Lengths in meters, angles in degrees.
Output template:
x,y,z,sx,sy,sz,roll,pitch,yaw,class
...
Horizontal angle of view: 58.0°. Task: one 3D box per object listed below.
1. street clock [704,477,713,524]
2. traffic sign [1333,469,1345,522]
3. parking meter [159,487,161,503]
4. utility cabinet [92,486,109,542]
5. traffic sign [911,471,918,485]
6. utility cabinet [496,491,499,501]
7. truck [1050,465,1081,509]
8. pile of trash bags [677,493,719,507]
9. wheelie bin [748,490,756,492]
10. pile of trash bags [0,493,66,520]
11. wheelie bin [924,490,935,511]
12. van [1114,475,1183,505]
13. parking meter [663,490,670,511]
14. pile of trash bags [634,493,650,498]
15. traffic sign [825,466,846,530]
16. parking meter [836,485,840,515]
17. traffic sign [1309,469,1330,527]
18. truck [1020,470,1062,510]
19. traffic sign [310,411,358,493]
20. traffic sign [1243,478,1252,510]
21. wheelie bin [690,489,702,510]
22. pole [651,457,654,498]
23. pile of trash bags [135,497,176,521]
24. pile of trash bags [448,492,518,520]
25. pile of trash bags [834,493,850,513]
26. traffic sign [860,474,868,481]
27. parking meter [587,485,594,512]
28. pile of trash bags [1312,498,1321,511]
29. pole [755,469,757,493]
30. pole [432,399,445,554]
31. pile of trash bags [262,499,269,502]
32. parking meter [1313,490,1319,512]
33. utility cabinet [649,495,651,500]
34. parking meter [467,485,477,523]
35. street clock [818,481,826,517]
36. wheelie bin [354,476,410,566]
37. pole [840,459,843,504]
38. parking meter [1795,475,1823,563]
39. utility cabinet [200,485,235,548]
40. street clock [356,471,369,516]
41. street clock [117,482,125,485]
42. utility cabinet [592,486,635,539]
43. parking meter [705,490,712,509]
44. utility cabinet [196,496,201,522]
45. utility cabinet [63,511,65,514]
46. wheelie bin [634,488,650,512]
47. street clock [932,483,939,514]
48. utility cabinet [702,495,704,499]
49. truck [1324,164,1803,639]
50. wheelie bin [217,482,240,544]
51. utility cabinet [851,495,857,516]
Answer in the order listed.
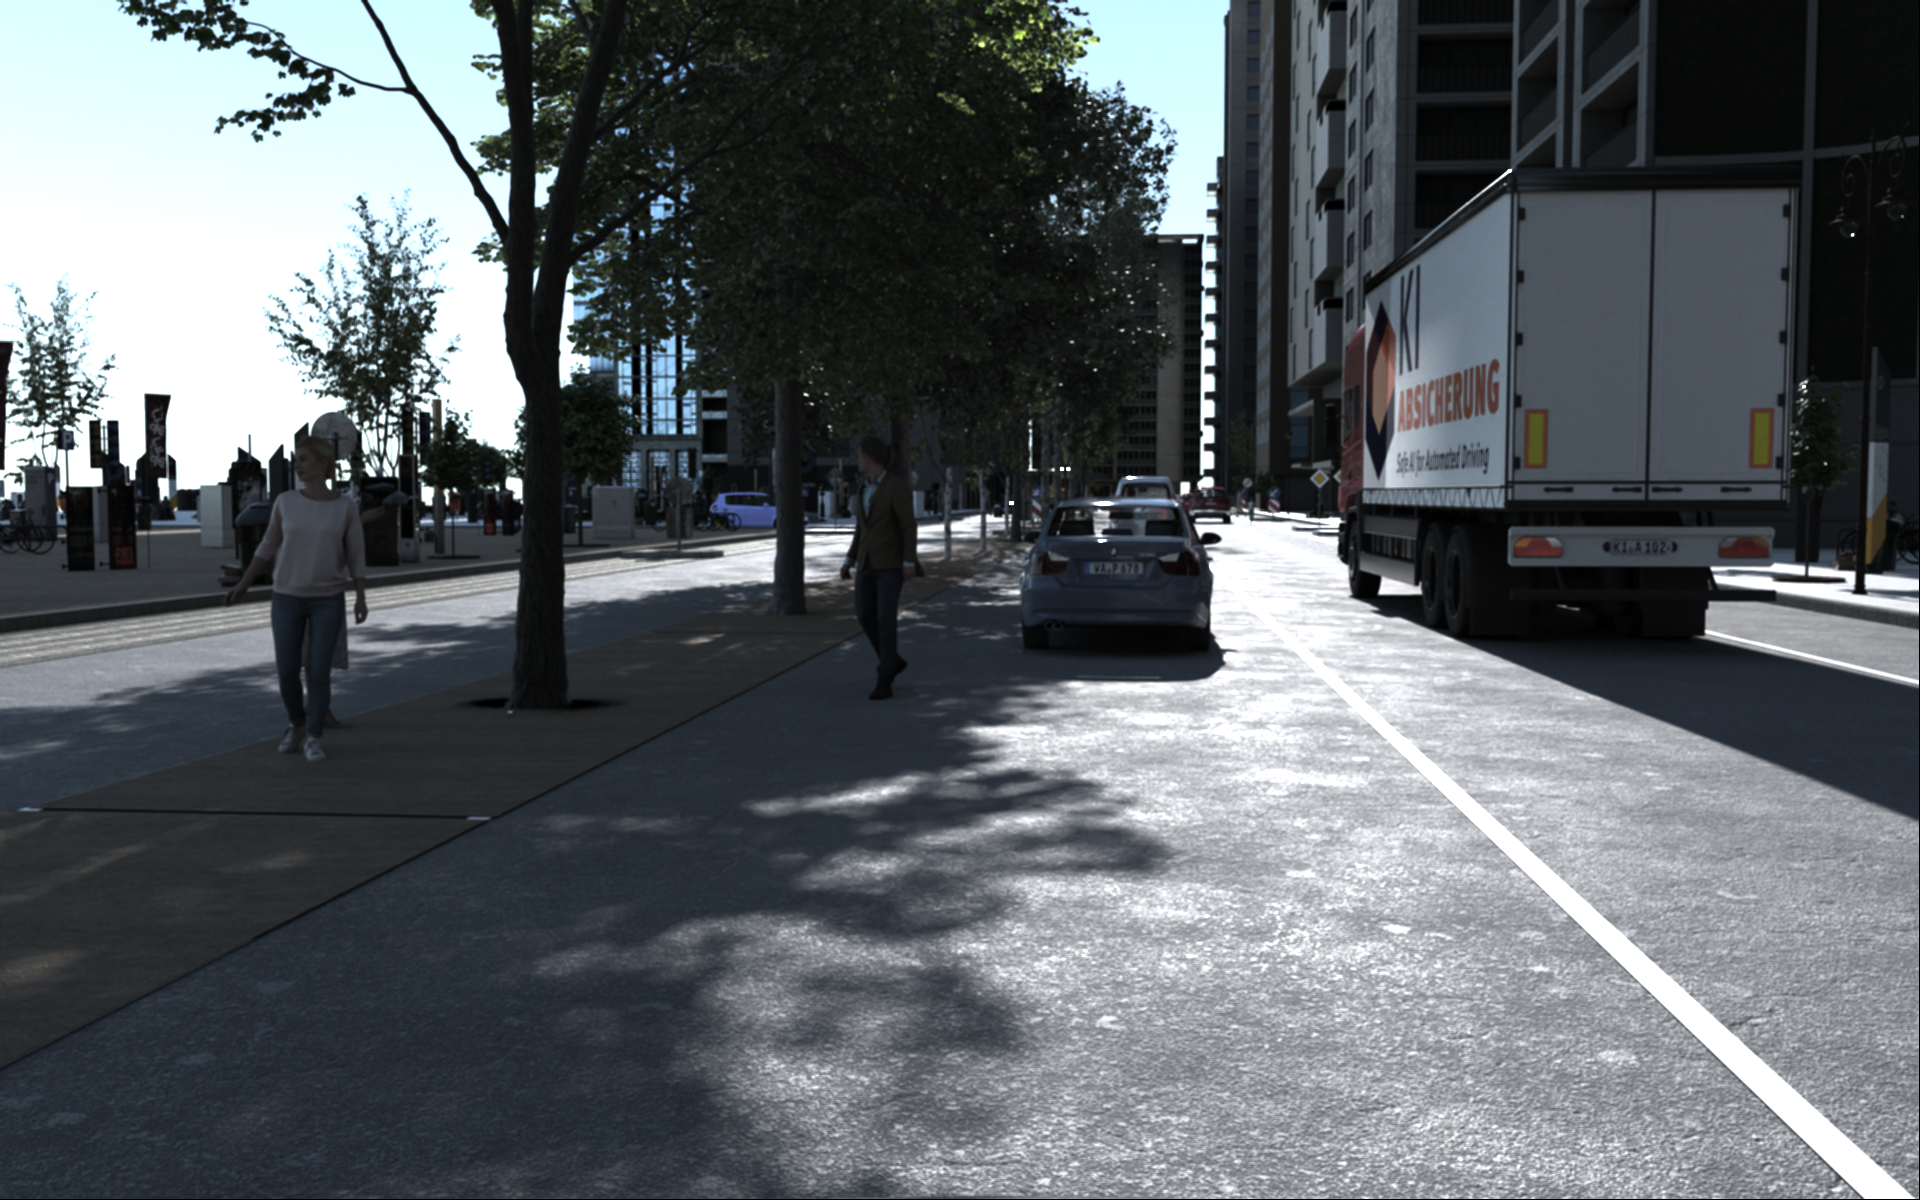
x,y,z,sx,sy,sz,roll,pitch,yaw,class
-10.906,-4.310,75.034,0.358,2.002,0.471,1,4,15,street clock
13.308,-3.449,60.027,0.795,2.450,0.064,0,4,6,traffic sign
-64.492,-8.170,139.288,0.255,1.863,0.399,0,4,-7,parking meter
-22.831,-2.298,46.246,0.318,1.500,1.173,0,4,2,utility cabinet
-2.697,-5.885,96.329,0.768,2.556,0.104,1,4,12,traffic sign
-32.676,-6.890,121.329,1.173,1.500,0.318,1,4,22,utility cabinet
10.129,-10.890,166.968,2.839,4.237,11.283,0,4,7,truck
-20.210,-7.553,133.246,3.447,1.369,1.912,0,4,2,pile of trash bags
-16.761,-8.041,139.376,0.980,1.594,0.693,-2,4,-32,wheelie bin
-46.426,-4.713,86.804,3.447,1.369,1.912,-1,4,-20,pile of trash bags
-2.346,-7.696,133.742,0.980,1.594,0.693,1,4,16,wheelie bin
4.534,-2.190,42.822,2.013,2.044,4.112,0,4,4,van
-16.661,-5.498,98.301,0.372,1.533,0.369,0,3,0,parking meter
-24.464,-7.618,134.307,1.912,1.369,3.447,-1,4,-22,pile of trash bags
-4.446,-3.558,61.819,0.795,2.450,0.064,0,4,6,traffic sign
-7.521,-6.273,108.281,0.399,1.863,0.255,-3,5,-42,parking meter
14.103,-3.935,67.972,0.795,2.450,0.064,0,4,6,traffic sign
6.605,-8.796,139.739,3.469,3.379,9.791,0,4,7,truck
-9.661,-1.628,26.723,0.768,2.556,0.104,0,4,8,traffic sign
22.710,-8.364,136.858,0.768,2.556,0.104,1,4,10,traffic sign
-15.350,-5.680,100.777,0.693,1.594,0.980,-2,4,-28,wheelie bin
-17.089,-6.266,96.288,0.158,3.312,0.155,0,3,0,pole
-40.213,-4.593,84.848,3.447,1.369,1.912,1,4,12,pile of trash bags
-23.726,-4.682,86.300,3.447,1.369,1.912,-2,4,-32,pile of trash bags
-8.371,-6.274,112.327,1.912,1.369,3.447,3,5,39,pile of trash bags
-3.650,-4.044,69.764,0.795,2.450,0.064,0,4,6,traffic sign
-23.147,-6.282,108.425,0.399,1.863,0.255,-2,4,-33,parking meter
27.000,-7.076,125.447,1.912,1.369,3.447,-1,4,-21,pile of trash bags
-16.652,-9.024,141.393,0.158,3.312,0.155,0,3,0,pole
-11.199,-2.650,37.175,0.158,3.312,0.155,0,3,0,pole
-55.395,-7.709,135.799,1.912,1.369,3.447,0,4,-1,pile of trash bags
25.086,-6.947,121.997,0.372,1.533,0.369,0,3,0,parking meter
-19.106,-5.856,106.902,1.020,1.237,0.306,-3,5,-40,utility cabinet
-21.727,-4.372,77.185,0.255,1.863,0.399,3,5,40,parking meter
-7.598,-5.568,95.611,0.358,2.002,0.471,-2,4,-35,street clock
-10.325,-1.407,30.915,0.980,1.594,0.693,-1,4,-20,wheelie bin
-6.878,-6.517,100.397,0.158,3.312,0.155,0,3,0,pole
15.959,-1.641,32.547,0.399,1.863,0.255,3,5,44,parking meter
-17.661,-1.990,41.216,1.173,1.500,0.318,3,5,43,utility cabinet
-19.072,-3.102,55.287,0.471,2.002,0.358,2,4,30,street clock
-50.648,-6.116,104.570,0.471,2.002,0.358,-1,4,-21,street clock
-9.874,-2.485,49.302,1.173,1.500,0.318,1,4,12,utility cabinet
-13.911,-5.347,95.840,0.372,1.533,0.369,0,3,0,parking meter
-35.312,-4.246,80.587,0.306,1.237,1.020,-1,4,-18,utility cabinet
-55.975,-5.992,109.124,1.020,1.237,0.306,-2,4,-29,utility cabinet
-16.817,-5.107,91.399,0.693,1.594,0.980,-3,5,-42,wheelie bin
-1.536,-6.379,108.863,0.358,2.002,0.471,3,5,41,street clock
-19.369,-7.270,130.028,0.306,1.237,1.020,2,4,25,utility cabinet
6.338,-1.928,20.436,2.839,4.237,11.283,0,4,4,truck
-18.749,-2.249,44.672,0.980,1.594,0.693,-2,4,-30,wheelie bin
-6.115,-5.679,104.012,0.306,1.237,1.020,3,5,41,utility cabinet
